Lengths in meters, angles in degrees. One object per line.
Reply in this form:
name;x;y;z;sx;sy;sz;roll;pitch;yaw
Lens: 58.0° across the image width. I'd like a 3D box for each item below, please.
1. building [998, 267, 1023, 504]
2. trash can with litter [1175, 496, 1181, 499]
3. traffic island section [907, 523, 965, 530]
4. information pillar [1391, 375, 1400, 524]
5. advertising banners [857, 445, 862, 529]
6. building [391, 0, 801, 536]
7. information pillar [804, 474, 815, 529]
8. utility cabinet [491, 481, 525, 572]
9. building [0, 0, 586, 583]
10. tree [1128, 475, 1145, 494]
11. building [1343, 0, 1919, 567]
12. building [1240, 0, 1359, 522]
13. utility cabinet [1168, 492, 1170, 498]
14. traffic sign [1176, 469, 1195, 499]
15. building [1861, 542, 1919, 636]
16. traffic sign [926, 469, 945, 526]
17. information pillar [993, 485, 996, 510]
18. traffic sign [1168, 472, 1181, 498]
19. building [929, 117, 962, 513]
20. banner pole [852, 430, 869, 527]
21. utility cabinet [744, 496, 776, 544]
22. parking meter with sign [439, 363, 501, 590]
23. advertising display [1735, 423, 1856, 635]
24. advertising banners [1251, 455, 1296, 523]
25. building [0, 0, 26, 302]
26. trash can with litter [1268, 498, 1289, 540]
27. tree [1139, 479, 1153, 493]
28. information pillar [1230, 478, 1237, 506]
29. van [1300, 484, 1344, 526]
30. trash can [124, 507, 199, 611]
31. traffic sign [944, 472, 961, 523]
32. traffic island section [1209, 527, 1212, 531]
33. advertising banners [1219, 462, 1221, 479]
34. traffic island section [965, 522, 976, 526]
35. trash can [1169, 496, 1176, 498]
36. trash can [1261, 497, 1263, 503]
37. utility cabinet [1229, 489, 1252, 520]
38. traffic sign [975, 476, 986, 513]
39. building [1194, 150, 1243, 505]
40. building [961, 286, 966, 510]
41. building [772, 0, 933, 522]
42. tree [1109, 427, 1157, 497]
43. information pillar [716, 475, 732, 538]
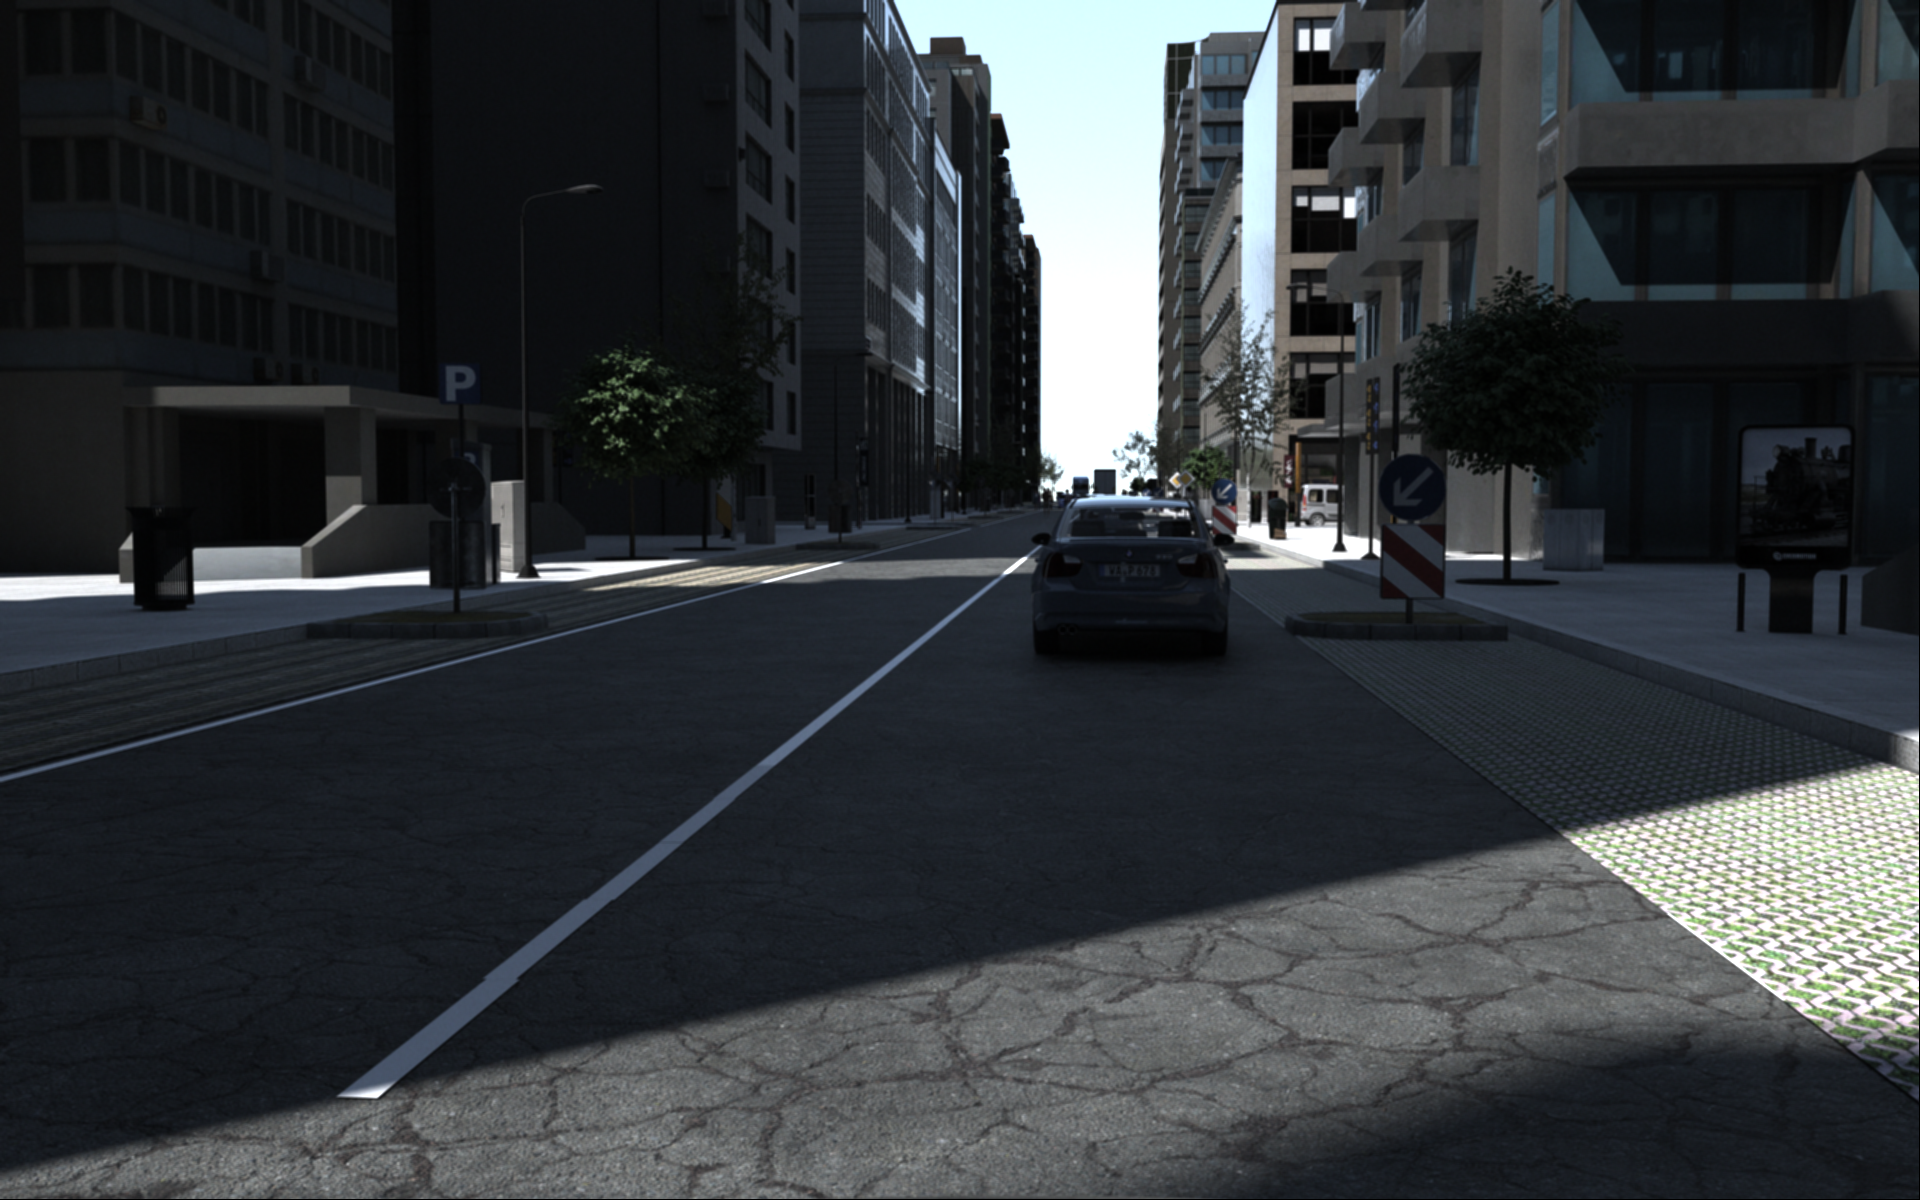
building;0.564;-27.287;217.836;14.160;30.474;14.107;0;4;5
trash can with litter;15.697;-6.999;125.814;0.624;1.170;1.055;-1;4;-16
traffic island section;-1.028;-2.924;70.092;2.009;0.180;2.903;0;4;5
information pillar;8.527;-2.602;33.904;0.183;3.616;0.504;1;4;18
advertising banners;-3.682;-4.099;63.205;0.090;3.025;2.074;0;4;1
building;-13.075;-17.626;59.885;14.107;30.474;14.160;0;4;5
information pillar;-5.458;-3.579;63.002;0.304;2.012;0.304;-2;4;-30
utility cabinet;-7.479;-1.227;28.740;0.318;1.500;1.173;-2;4;-33
building;-25.293;-20.881;33.284;32.217;40.220;23.993;0;4;5
tree;30.284;-18.949;293.524;4.285;4.588;4.351;0;3;0
building;21.515;-25.874;42.650;23.786;49.044;30.456;0;4;5
building;31.890;-17.204;85.802;34.151;26.468;19.350;0;4;5
utility cabinet;18.640;-8.684;150.654;1.173;1.500;0.318;2;4;29
traffic sign;9.004;-4.008;69.174;0.795;2.450;0.064;0;4;5
building;24.252;-19.298;7.411;32.217;40.220;23.993;0;4;5
traffic sign;-1.003;-4.060;70.028;0.795;2.450;0.064;0;4;5
information pillar;2.758;-8.185;138.313;0.304;2.012;0.304;0;3;0
traffic sign;9.670;-4.495;77.131;0.795;2.450;0.064;0;4;5
building;-6.735;-18.431;119.361;12.078;24.808;19.932;0;4;5
banner pole;-3.857;-4.743;67.558;0.863;3.779;0.401;3;5;40
utility cabinet;-5.151;-2.043;44.563;0.306;1.237;1.020;-3;5;-40
parking meter with sign;-6.724;-1.694;23.950;0.543;3.016;1.738;0;4;-5
advertising display;7.678;-0.657;15.958;0.974;1.923;0.123;2;4;24
advertising banners;13.864;-4.934;76.866;2.074;3.025;0.090;0;4;-4
building;-14.361;-21.710;5.078;14.600;45.320;14.200;0;4;5
trash can with litter;9.069;-2.300;48.990;0.624;1.170;1.055;0;4;0
tree;23.691;-13.728;219.046;1.663;3.219;1.824;0;3;0
information pillar;12.770;-4.667;80.801;0.304;2.012;0.304;1;4;12
van;16.339;-4.042;73.098;4.112;2.044;2.013;0;4;3
trash can;-8.816;-0.459;19.163;0.748;1.137;0.748;0;3;0
traffic sign;-0.338;-4.547;77.986;0.795;2.450;0.064;0;4;5
traffic island section;9.028;-2.873;69.249;2.009;0.180;2.903;0;4;5
advertising banners;14.035;-6.007;94.408;0.090;3.025;2.074;1;4;18
traffic island section;-0.362;-3.411;78.050;2.009;0.180;2.903;0;4;5
trash can;16.024;-7.251;130.201;0.748;1.137;0.748;0;3;0
trash can;13.474;-4.130;79.174;0.748;1.137;0.748;0;3;0
utility cabinet;13.554;-4.591;83.741;0.318;1.500;1.173;-3;5;-44
traffic sign;1.402;-7.321;119.810;0.768;2.556;0.104;1;4;10
building;26.995;-21.537;128.544;17.030;29.872;44.131;0;4;5
building;-6.273;-18.848;137.838;12.332;23.373;15.834;0;4;5
building;-8.512;-19.385;94.443;11.434;29.767;29.804;0;4;5
tree;25.054;-18.609;238.670;8.767;10.594;7.601;-3;5;-40
information pillar;-6.819;-3.593;50.105;0.504;3.616;0.183;-3;4;-38
